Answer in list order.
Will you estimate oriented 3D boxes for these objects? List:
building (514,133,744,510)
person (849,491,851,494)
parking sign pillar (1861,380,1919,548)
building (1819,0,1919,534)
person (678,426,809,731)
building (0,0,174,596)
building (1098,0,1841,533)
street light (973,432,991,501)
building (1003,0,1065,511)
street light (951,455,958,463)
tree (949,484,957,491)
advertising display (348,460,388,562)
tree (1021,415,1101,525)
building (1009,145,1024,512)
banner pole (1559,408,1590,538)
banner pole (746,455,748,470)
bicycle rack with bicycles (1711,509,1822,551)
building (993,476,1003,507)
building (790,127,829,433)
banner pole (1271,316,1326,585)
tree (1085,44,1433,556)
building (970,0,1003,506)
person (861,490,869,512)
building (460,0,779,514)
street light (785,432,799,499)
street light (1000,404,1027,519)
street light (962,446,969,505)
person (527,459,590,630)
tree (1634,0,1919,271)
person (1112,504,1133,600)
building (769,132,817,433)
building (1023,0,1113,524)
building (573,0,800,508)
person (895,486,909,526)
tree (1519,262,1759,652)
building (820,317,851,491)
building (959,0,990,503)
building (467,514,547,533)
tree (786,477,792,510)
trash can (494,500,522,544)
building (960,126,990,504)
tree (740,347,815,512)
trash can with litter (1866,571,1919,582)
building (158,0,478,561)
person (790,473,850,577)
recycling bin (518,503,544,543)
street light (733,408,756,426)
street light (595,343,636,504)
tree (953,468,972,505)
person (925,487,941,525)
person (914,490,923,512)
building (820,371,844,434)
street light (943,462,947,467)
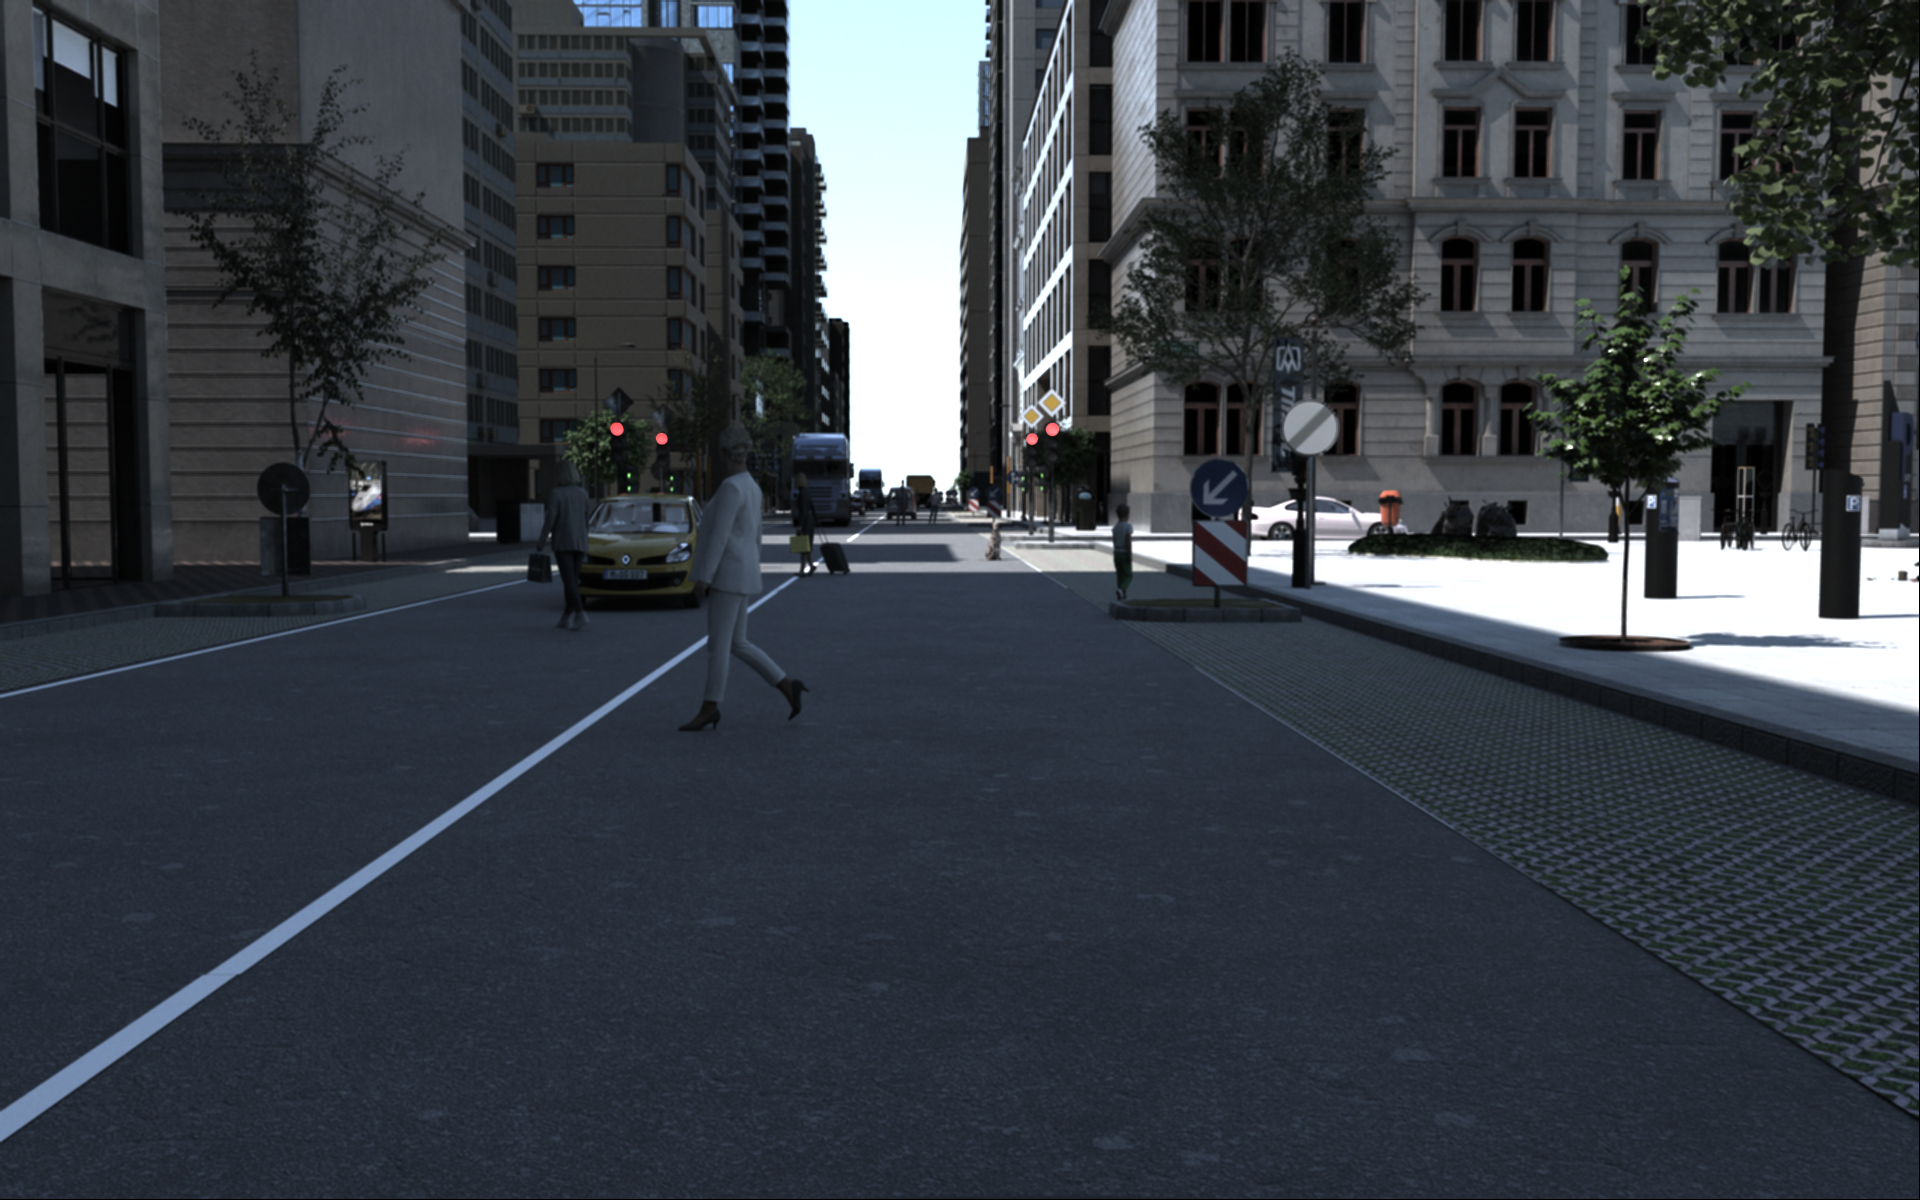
[{"bbox_3d":[-27.732,-15.572,99.645,27.650,21.520,28.899,0,4,-1],"label":"building"},{"bbox_3d":[-12.671,-11.681,199.452,1.348,1.831,0.705,1,4,21],"label":"person"},{"bbox_3d":[22.471,-3.246,41.544,1.447,3.967,1.447,3,5,40],"label":"parking sign pillar"},{"bbox_3d":[41.556,-16.132,61.021,25.104,27.353,12.463,0,4,-1],"label":"building"},{"bbox_3d":[-1.318,-0.134,10.562,0.818,1.842,0.514,-1,4,-13],"label":"person"},{"bbox_3d":[-21.014,-12.450,8.080,19.350,26.468,34.151,0,4,-1],"label":"building"},{"bbox_3d":[17.187,-16.809,62.211,23.554,28.519,14.401,0,4,-1],"label":"building"},{"bbox_3d":[1.730,-9.572,129.036,1.470,5.913,1.316,0,4,-1],"label":"street light"},{"bbox_3d":[14.097,-36.877,144.943,21.231,58.520,28.212,0,4,-1],"label":"building"},{"bbox_3d":[-0.116,-14.253,205.571,1.470,5.913,1.316,0,4,-1],"label":"street light"},{"bbox_3d":[-0.910,-17.054,273.426,1.663,3.219,1.824,0,3,0],"label":"tree"},{"bbox_3d":[-11.215,-1.689,32.824,0.974,1.923,0.123,2,4,32],"label":"advertising display"},{"bbox_3d":[4.163,-5.384,71.749,4.285,4.588,4.351,0,3,0],"label":"tree"},{"bbox_3d":[10.684,-20.366,118.880,13.634,28.700,20.117,0,4,-1],"label":"building"},{"bbox_3d":[15.280,-3.255,43.232,0.863,3.779,0.401,1,4,21],"label":"banner pole"},{"bbox_3d":[-13.662,-7.394,110.905,0.401,3.779,0.863,-1,4,-14],"label":"banner pole"},{"bbox_3d":[18.597,-1.629,40.009,2.852,0.926,2.925,3,4,38],"label":"bicycle rack with bicycles"},{"bbox_3d":[19.383,-29.347,171.698,32.217,40.220,23.993,0,4,-1],"label":"building"},{"bbox_3d":[-28.801,-37.172,227.365,23.786,49.044,30.456,0,4,-1],"label":"building"},{"bbox_3d":[4.776,-2.107,24.466,0.863,3.779,0.401,-1,4,-13],"label":"banner pole"},{"bbox_3d":[6.199,-6.182,35.494,7.601,10.594,8.767,-1,4,-17],"label":"tree"},{"bbox_3d":[11.755,-46.152,192.836,20.563,71.187,20.611,0,4,-1],"label":"building"},{"bbox_3d":[-7.709,-7.968,139.488,0.721,1.736,1.217,2,4,31],"label":"person"},{"bbox_3d":[-31.364,-27.397,139.815,32.217,40.220,23.993,0,4,-1],"label":"building"},{"bbox_3d":[-12.540,-9.628,129.961,1.470,5.913,1.316,0,4,-1],"label":"street light"},{"bbox_3d":[2.754,-7.175,89.859,1.470,5.913,1.316,0,4,-1],"label":"street light"},{"bbox_3d":[0.898,-11.831,165.982,1.470,5.913,1.316,0,4,-1],"label":"street light"},{"bbox_3d":[-4.193,-0.588,18.305,0.728,1.800,0.709,3,5,44],"label":"person"},{"bbox_3d":[6.569,-5.437,7.023,7.486,12.596,7.792,0,3,0],"label":"tree"},{"bbox_3d":[2.094,-0.588,22.368,0.306,1.304,0.590,1,4,20],"label":"person"},{"bbox_3d":[-23.268,-31.032,190.963,14.154,41.232,14.086,0,4,-1],"label":"building"},{"bbox_3d":[13.997,-17.551,91.476,19.350,26.468,34.151,0,4,-1],"label":"building"},{"bbox_3d":[-26.413,-52.224,166.531,22.319,86.520,31.000,0,4,-1],"label":"building"},{"bbox_3d":[-2.632,-4.263,78.304,0.635,1.810,0.391,0,4,-2],"label":"person"},{"bbox_3d":[5.596,-1.226,14.644,1.663,3.219,1.824,0,3,0],"label":"tree"},{"bbox_3d":[-24.969,-31.035,279.130,14.160,30.474,14.107,0,4,-1],"label":"building"},{"bbox_3d":[11.398,-57.325,249.927,22.319,86.520,31.000,0,4,-1],"label":"building"},{"bbox_3d":[-30.398,-22.797,64.614,32.217,40.220,23.993,0,4,-1],"label":"building"},{"bbox_3d":[-13.613,-9.015,142.004,1.663,3.219,1.824,0,3,0],"label":"tree"},{"bbox_3d":[-11.714,-2.035,44.927,0.748,1.137,0.748,0,3,0],"label":"trash can"},{"bbox_3d":[11.268,-36.750,224.563,21.300,48.544,21.600,0,4,-1],"label":"building"},{"bbox_3d":[-14.088,-12.116,123.852,9.928,11.665,9.643,0,3,0],"label":"tree"},{"bbox_3d":[14.496,-0.867,25.231,2.233,1.210,1.678,3,5,43],"label":"trash can with litter"},{"bbox_3d":[-24.079,-11.998,37.965,24.055,21.916,13.314,0,4,-1],"label":"building"},{"bbox_3d":[-2.484,-1.324,30.364,0.699,1.804,1.509,3,5,40],"label":"person"},{"bbox_3d":[-11.539,-2.061,46.249,0.722,1.027,0.722,-2,4,-27],"label":"recycling bin"},{"bbox_3d":[-11.643,-7.382,93.238,1.470,5.913,1.316,0,4,-1],"label":"street light"},{"bbox_3d":[-10.688,-4.953,53.518,1.470,5.913,1.316,0,4,-1],"label":"street light"},{"bbox_3d":[0.730,-13.983,212.335,4.285,4.588,4.351,0,3,0],"label":"tree"},{"bbox_3d":[-1.306,-4.418,81.411,0.731,1.740,0.598,-2,4,-26],"label":"person"},{"bbox_3d":[-3.377,-8.143,142.174,0.750,1.759,0.617,-1,4,-21],"label":"person"},{"bbox_3d":[-31.660,-25.243,257.764,27.650,21.520,28.899,0,4,-1],"label":"building"},{"bbox_3d":[-1.272,-16.886,248.631,1.470,5.913,1.316,0,4,-1],"label":"street light"}]
